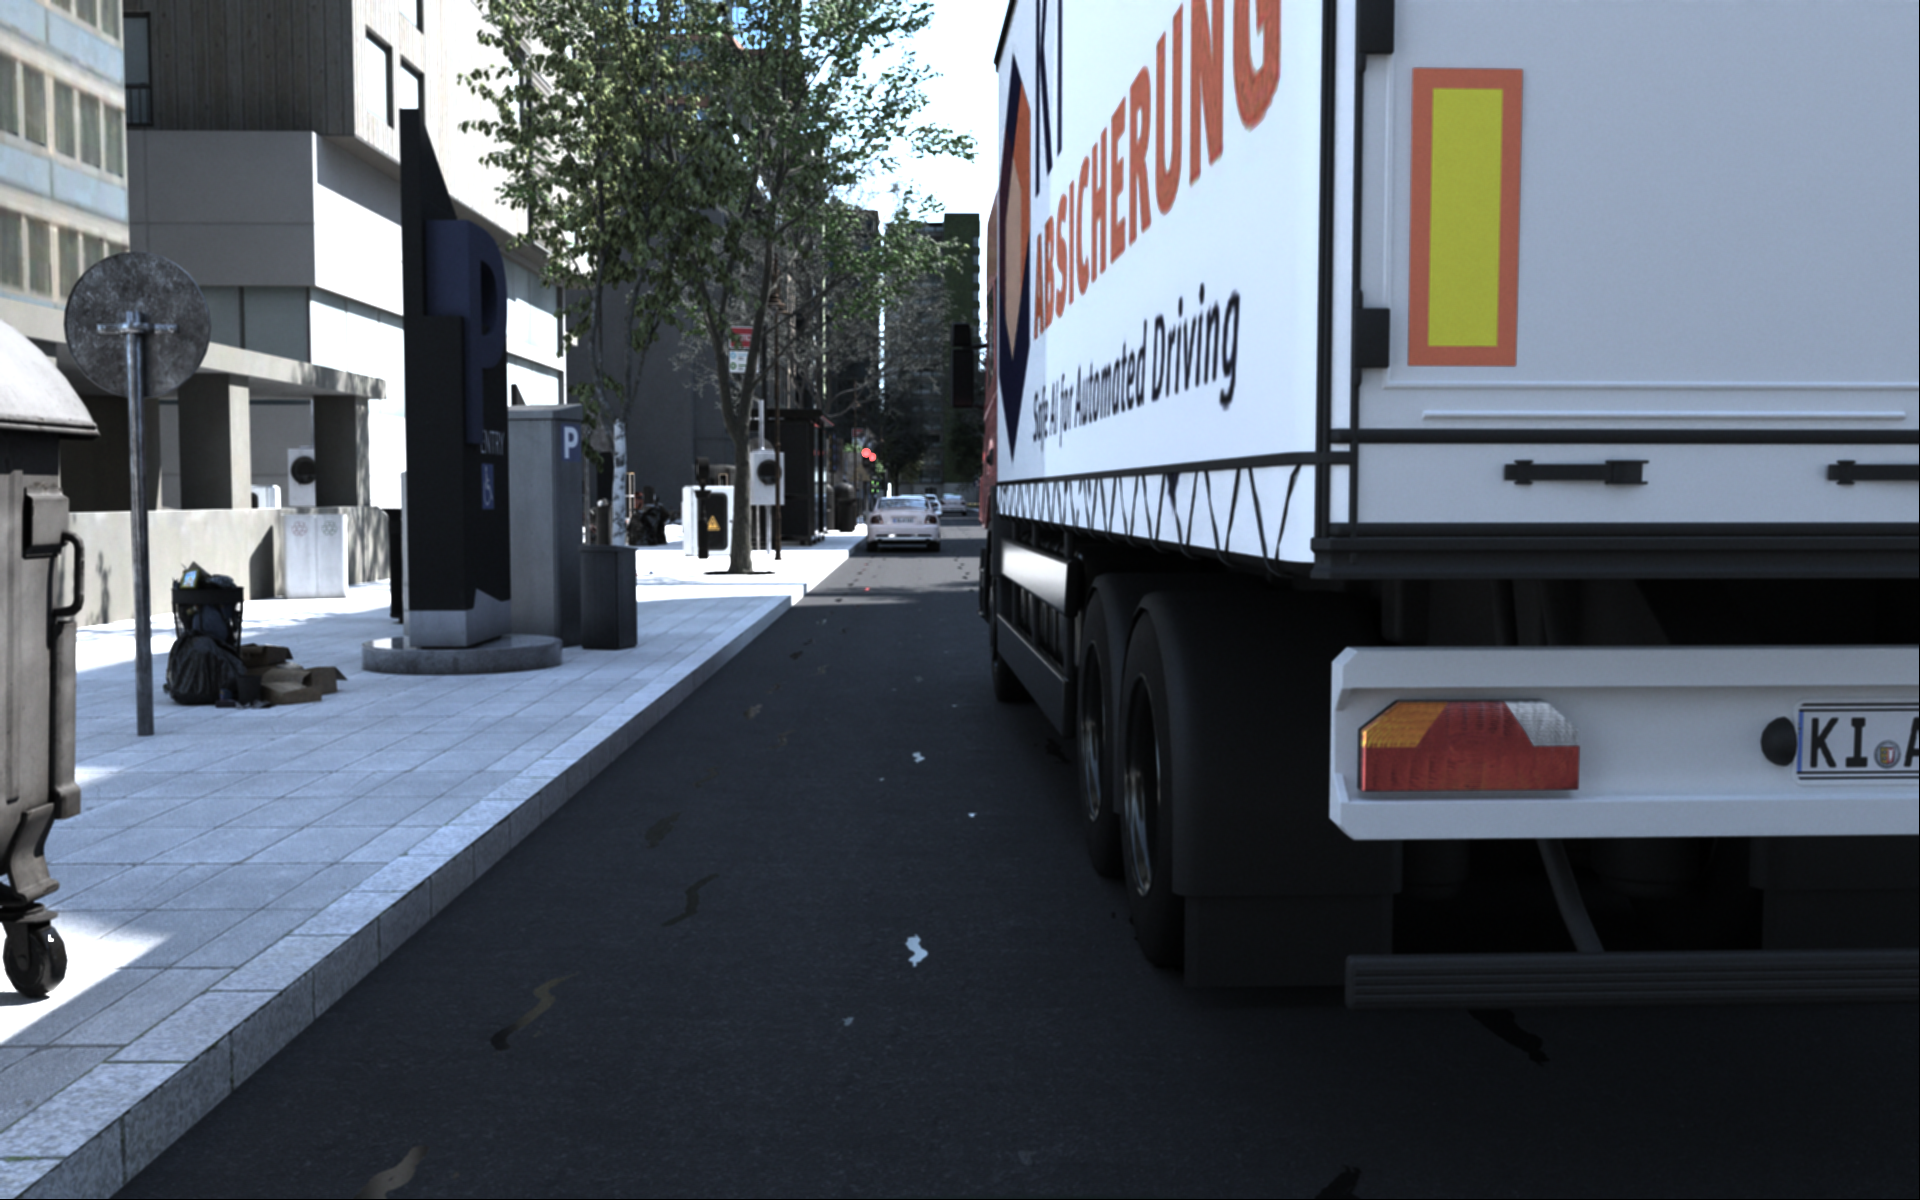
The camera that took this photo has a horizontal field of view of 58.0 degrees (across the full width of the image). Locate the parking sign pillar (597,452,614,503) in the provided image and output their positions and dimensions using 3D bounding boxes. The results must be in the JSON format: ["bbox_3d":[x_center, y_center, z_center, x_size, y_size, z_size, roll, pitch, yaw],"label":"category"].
[{"bbox_3d":[-16.661,-5.761,82.657,1.447,3.967,1.447,-1,4,-11],"label":"parking sign pillar"}]

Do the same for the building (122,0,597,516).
[{"bbox_3d":[-25.714,-28.039,47.674,27.495,52.752,28.713,0,4,-1],"label":"building"}]

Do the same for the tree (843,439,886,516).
[{"bbox_3d":[-6.029,-7.209,101.581,4.285,4.588,4.351,0,3,0],"label":"tree"}]

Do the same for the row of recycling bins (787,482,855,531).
[{"bbox_3d":[-5.227,-3.285,60.828,3.534,1.692,1.069,-2,4,-35],"label":"row of recycling bins"}]

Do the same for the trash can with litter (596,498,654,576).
[{"bbox_3d":[-5.651,-0.994,27.313,1.678,1.210,2.233,-1,4,-21],"label":"trash can with litter"}]

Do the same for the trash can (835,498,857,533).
[{"bbox_3d":[-3.796,-2.826,57.851,0.748,1.137,0.748,0,3,0],"label":"trash can"}]

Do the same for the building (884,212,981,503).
[{"bbox_3d":[-4.152,-34.837,253.175,14.086,41.232,14.154,0,4,-1],"label":"building"}]

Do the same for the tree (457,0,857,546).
[{"bbox_3d":[-3.443,-4.148,18.186,4.737,8.622,4.395,0,3,0],"label":"tree"}]

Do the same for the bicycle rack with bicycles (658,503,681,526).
[{"bbox_3d":[-11.378,-3.496,70.536,2.925,0.926,2.852,1,4,21],"label":"bicycle rack with bicycles"}]

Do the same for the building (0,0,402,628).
[{"bbox_3d":[-24.623,-20.020,19.209,32.217,40.220,23.993,0,4,-1],"label":"building"}]

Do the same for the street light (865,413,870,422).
[{"bbox_3d":[-4.442,-6.588,80.493,0.468,5.910,1.993,0,4,-1],"label":"street light"}]

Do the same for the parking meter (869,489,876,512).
[{"bbox_3d":[-4.376,-4.783,86.621,0.372,1.533,0.369,0,3,0],"label":"parking meter"}]

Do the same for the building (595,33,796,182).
[{"bbox_3d":[-26.022,-31.417,168.290,22.147,44.769,28.867,0,4,-1],"label":"building"}]

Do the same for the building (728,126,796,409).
[{"bbox_3d":[-23.588,-20.152,133.999,19.350,26.468,34.151,0,4,-1],"label":"building"}]

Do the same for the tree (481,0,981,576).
[{"bbox_3d":[-3.541,-6.203,27.169,9.928,11.665,9.643,0,3,0],"label":"tree"}]

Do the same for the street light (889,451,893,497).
[{"bbox_3d":[-6.080,-10.995,152.563,0.468,5.910,1.993,0,4,-1],"label":"street light"}]

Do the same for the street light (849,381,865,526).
[{"bbox_3d":[-4.195,-5.908,69.378,0.468,5.910,1.993,0,4,-1],"label":"street light"}]

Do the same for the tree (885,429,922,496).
[{"bbox_3d":[-7.640,-18.270,216.834,7.486,12.596,7.792,0,3,0],"label":"tree"}]

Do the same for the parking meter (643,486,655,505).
[{"bbox_3d":[-9.761,-2.810,54.361,0.372,1.533,0.369,0,3,0],"label":"parking meter"}]

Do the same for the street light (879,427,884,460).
[{"bbox_3d":[-5.310,-8.791,116.527,0.468,5.910,1.993,0,4,-1],"label":"street light"}]

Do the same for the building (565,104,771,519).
[{"bbox_3d":[-19.388,-17.291,101.778,14.314,24.678,30.058,0,4,-1],"label":"building"}]

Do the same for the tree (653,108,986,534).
[{"bbox_3d":[-4.585,-8.871,55.407,12.009,13.543,11.850,0,3,0],"label":"tree"}]

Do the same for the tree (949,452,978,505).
[{"bbox_3d":[0.880,-16.213,215.441,4.360,8.622,3.978,0,3,0],"label":"tree"}]

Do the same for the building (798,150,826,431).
[{"bbox_3d":[-22.197,-31.008,190.577,14.154,41.232,14.086,0,4,-1],"label":"building"}]

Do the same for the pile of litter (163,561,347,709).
[{"bbox_3d":[-4.562,0.174,11.127,1.176,0.858,1.719,-1,4,-10],"label":"pile of litter"}]

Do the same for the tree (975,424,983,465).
[{"bbox_3d":[3.079,-11.433,137.292,4.737,8.622,4.395,0,3,0],"label":"tree"}]

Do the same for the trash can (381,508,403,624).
[{"bbox_3d":[-5.372,-0.344,17.279,0.748,1.137,0.748,0,3,0],"label":"trash can"}]

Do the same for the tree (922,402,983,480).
[{"bbox_3d":[1.735,-14.816,160.370,7.486,12.596,7.792,0,3,0],"label":"tree"}]

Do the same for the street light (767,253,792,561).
[{"bbox_3d":[-3.520,-3.703,33.340,0.468,5.910,1.993,0,4,-1],"label":"street light"}]

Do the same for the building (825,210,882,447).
[{"bbox_3d":[-26.106,-36.822,256.656,28.867,44.769,22.147,0,4,-1],"label":"building"}]

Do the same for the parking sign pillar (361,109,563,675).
[{"bbox_3d":[-3.722,-1.492,12.863,1.447,3.967,1.447,0,4,-1],"label":"parking sign pillar"}]

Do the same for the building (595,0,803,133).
[{"bbox_3d":[-31.147,-54.895,210.197,31.000,86.520,22.319,0,4,-1],"label":"building"}]

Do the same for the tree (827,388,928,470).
[{"bbox_3d":[-6.881,-12.950,146.143,8.767,10.594,7.601,-1,4,-14],"label":"tree"}]

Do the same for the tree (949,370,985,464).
[{"bbox_3d":[2.716,-10.748,110.140,7.601,10.594,8.767,0,4,5],"label":"tree"}]

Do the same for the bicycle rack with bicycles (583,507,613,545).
[{"bbox_3d":[-9.771,-1.676,40.790,2.925,0.926,2.852,2,4,27],"label":"bicycle rack with bicycles"}]

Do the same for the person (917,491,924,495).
[{"bbox_3d":[-3.986,-10.040,173.459,0.742,1.727,0.445,0,4,1],"label":"person"}]
